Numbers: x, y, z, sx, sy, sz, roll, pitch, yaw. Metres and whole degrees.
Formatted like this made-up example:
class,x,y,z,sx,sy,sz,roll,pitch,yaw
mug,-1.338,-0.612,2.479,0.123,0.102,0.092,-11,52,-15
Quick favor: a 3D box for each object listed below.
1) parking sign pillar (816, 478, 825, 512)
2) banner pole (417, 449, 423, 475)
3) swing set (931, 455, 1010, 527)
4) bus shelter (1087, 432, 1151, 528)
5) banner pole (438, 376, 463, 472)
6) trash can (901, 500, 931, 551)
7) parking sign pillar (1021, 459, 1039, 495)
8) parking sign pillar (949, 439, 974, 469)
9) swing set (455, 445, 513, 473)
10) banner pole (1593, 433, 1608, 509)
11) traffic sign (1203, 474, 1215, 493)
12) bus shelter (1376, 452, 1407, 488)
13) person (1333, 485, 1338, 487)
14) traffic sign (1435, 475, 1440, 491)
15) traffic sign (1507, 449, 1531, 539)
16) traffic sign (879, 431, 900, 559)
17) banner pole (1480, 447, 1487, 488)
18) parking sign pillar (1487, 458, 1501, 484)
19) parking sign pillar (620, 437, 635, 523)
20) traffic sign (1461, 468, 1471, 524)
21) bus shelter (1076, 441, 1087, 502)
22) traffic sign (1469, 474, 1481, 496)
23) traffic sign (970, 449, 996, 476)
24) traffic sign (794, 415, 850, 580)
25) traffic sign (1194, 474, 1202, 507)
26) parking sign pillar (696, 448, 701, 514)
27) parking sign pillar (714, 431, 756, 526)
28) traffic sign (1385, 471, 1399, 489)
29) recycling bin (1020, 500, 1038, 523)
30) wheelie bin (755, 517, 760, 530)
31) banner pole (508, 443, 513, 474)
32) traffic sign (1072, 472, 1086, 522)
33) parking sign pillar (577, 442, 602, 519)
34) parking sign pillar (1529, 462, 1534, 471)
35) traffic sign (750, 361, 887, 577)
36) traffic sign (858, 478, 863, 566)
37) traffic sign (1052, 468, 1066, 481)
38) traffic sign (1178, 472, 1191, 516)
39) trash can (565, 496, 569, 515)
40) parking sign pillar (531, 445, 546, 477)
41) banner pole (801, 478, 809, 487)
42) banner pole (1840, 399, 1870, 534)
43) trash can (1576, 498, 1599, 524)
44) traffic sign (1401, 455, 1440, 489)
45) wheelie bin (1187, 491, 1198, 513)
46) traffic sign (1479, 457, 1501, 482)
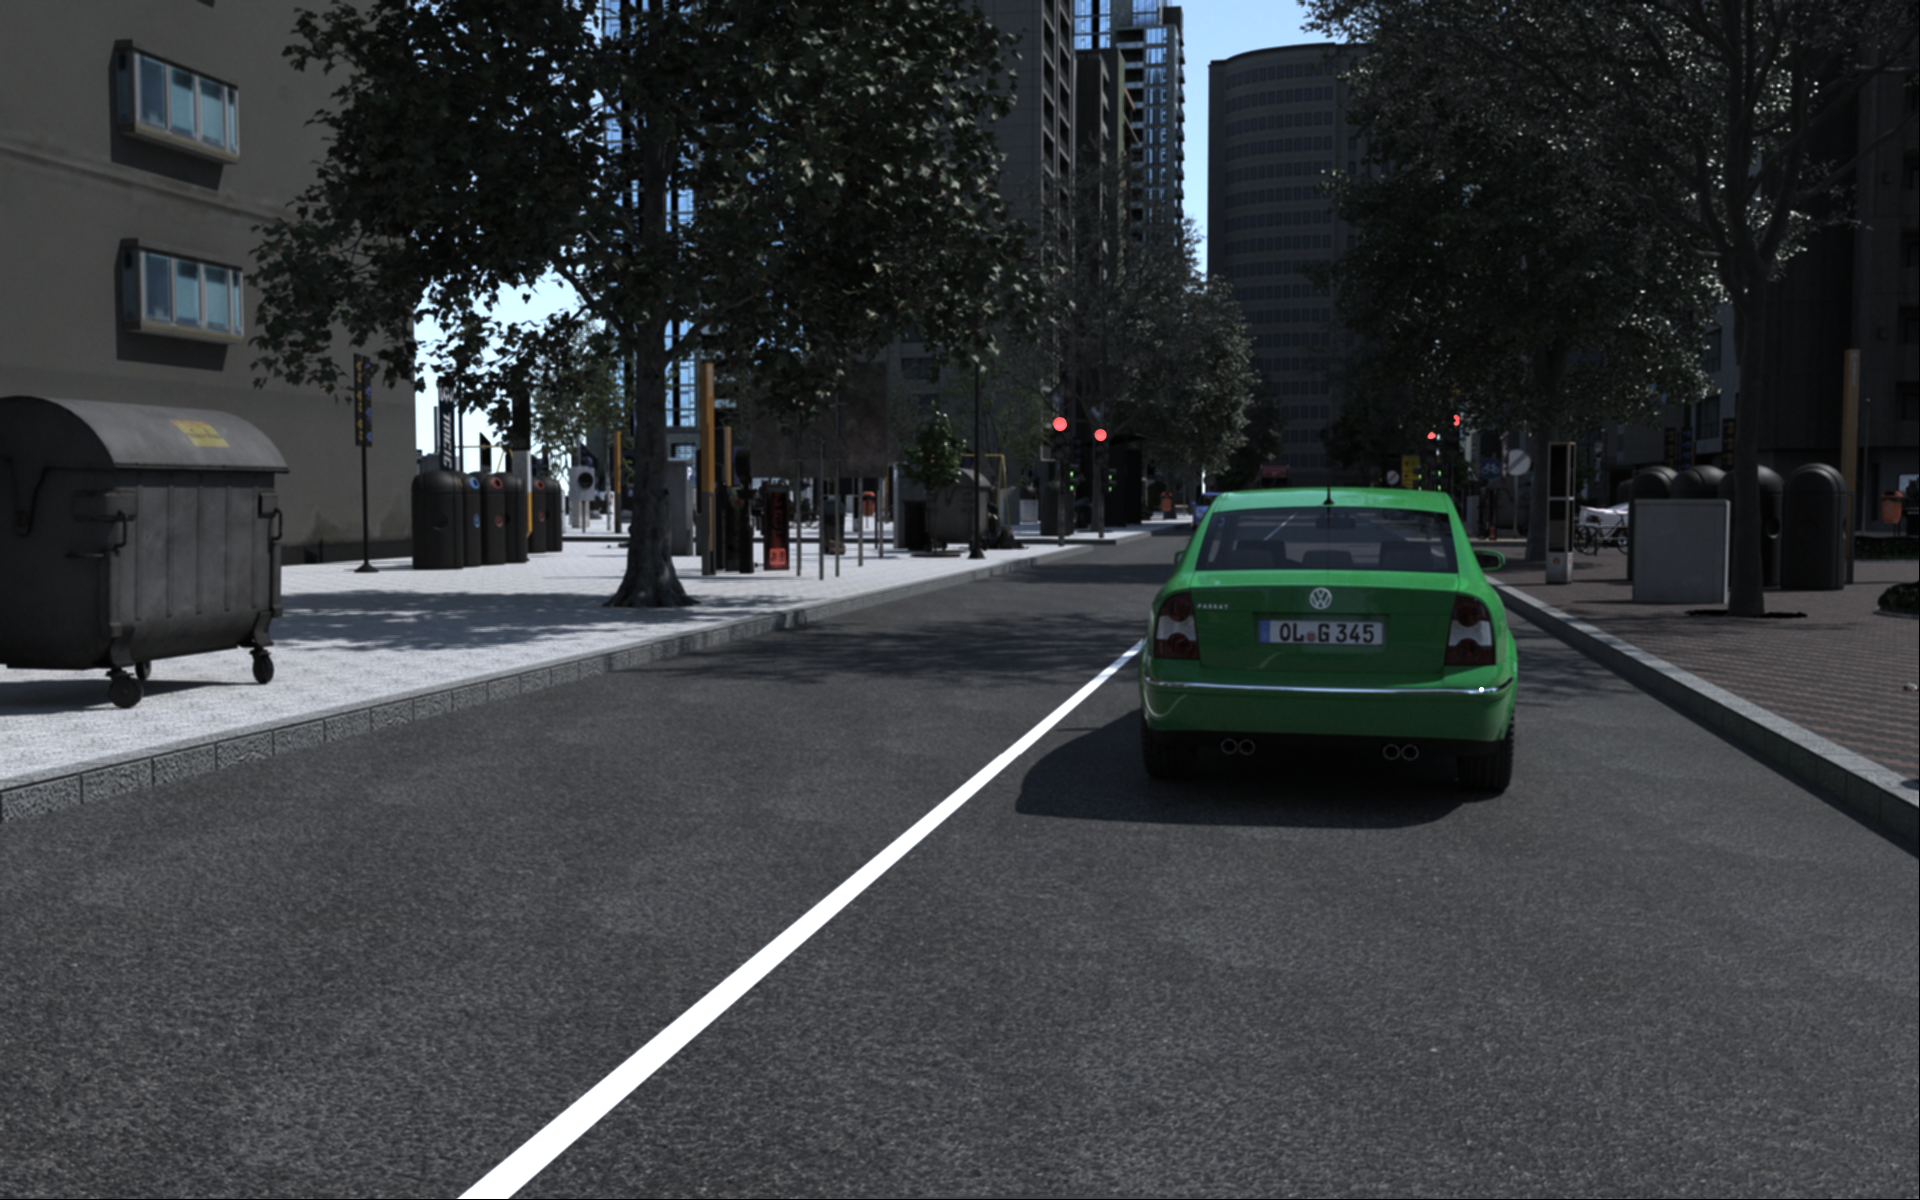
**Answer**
class,x,y,z,sx,sy,sz,roll,pitch,yaw
parking sign pillar,-9.177,-7.795,115.914,1.447,3.967,1.447,-1,4,-20
banner pole,-26.842,-5.824,85.236,0.863,3.779,0.401,-2,4,-27
swing set,0.188,-4.345,68.665,3.119,2.851,2.862,-1,4,-10
bus shelter,6.467,-4.765,69.186,1.731,3.624,6.357,1,4,12
banner pole,-9.527,-2.602,32.560,0.401,3.779,0.863,1,4,23
trash can,-0.961,-1.698,39.422,0.748,1.137,0.748,0,3,0
parking sign pillar,5.098,-8.392,125.686,1.447,3.967,1.447,-2,4,-30
parking sign pillar,-0.025,-5.345,75.864,1.447,3.967,1.447,-1,4,-10
swing set,-15.894,-3.588,56.289,3.119,2.851,2.862,2,4,26
banner pole,26.277,-4.954,71.023,0.401,3.779,0.863,-2,4,-24
traffic sign,15.994,-6.801,111.302,0.768,2.556,0.104,1,4,14
bus shelter,24.792,-6.601,99.204,1.731,3.624,6.357,1,4,12
person,15.817,-3.932,72.965,0.419,1.800,0.721,1,4,17
traffic sign,22.341,-4.851,81.442,0.606,2.300,0.079,1,4,14
traffic sign,15.725,-2.990,48.987,0.768,2.556,0.104,1,4,18
traffic sign,-1.569,-2.095,34.354,0.768,2.556,0.104,1,4,20
banner pole,27.643,-6.207,91.493,0.401,3.779,0.863,3,5,41
parking sign pillar,36.024,-7.815,116.240,1.447,3.967,1.447,-2,4,-25
parking sign pillar,-14.546,-5.406,76.857,1.447,3.967,1.447,0,4,2
traffic sign,17.157,-3.545,59.145,0.795,2.450,0.064,1,4,17
bus shelter,6.318,-5.165,75.735,1.731,3.624,6.357,1,4,12
traffic sign,22.630,-4.700,76.849,0.884,2.594,0.081,1,4,13
traffic sign,0.606,-3.073,50.242,0.884,2.594,0.081,1,4,13
traffic sign,-2.068,-1.577,25.789,0.884,2.594,0.081,1,4,18
traffic sign,15.262,-6.857,112.221,0.768,2.556,0.104,1,4,14
parking sign pillar,-10.563,-5.220,73.821,1.447,3.967,1.447,0,4,5
parking sign pillar,-8.907,-5.004,70.295,1.447,3.967,1.447,3,5,41
traffic sign,23.356,-5.721,93.641,0.768,2.556,0.104,1,4,19
recycling bin,3.070,-3.968,77.424,0.722,1.027,0.722,0,4,-8
wheelie bin,-6.874,-3.264,61.279,0.980,1.594,0.693,1,4,14
banner pole,-16.562,-4.589,65.048,0.863,3.779,0.401,-1,4,-12
traffic sign,4.708,-4.313,70.528,0.884,2.594,0.081,1,4,21
parking sign pillar,-18.947,-6.090,88.041,1.447,3.967,1.447,2,4,34
parking sign pillar,34.387,-7.168,105.676,1.447,3.967,1.447,1,4,23
traffic sign,-2.213,-2.020,26.903,2.265,3.308,0.079,1,4,16
traffic sign,-1.766,-1.869,30.670,0.768,2.556,0.104,1,4,17
traffic sign,4.177,-4.307,70.421,0.884,2.594,0.081,1,4,18
traffic sign,12.897,-6.079,99.492,0.768,2.556,0.104,1,4,21
trash can,-23.813,-5.653,104.081,0.748,1.137,0.748,0,3,0
parking sign pillar,-22.527,-6.435,93.677,1.447,3.967,1.447,-2,4,-24
banner pole,-7.160,-5.426,78.729,0.863,3.779,0.401,-3,5,-43
banner pole,23.769,-3.421,45.958,0.863,3.779,0.401,3,5,44
trash can,21.300,-2.886,58.837,0.748,1.137,0.748,0,3,0
traffic sign,24.183,-5.902,90.373,2.265,3.308,0.079,1,4,19
wheelie bin,16.078,-6.846,119.841,0.693,1.594,0.980,0,4,-5
traffic sign,18.429,-3.675,60.195,0.768,2.556,0.104,1,4,21
